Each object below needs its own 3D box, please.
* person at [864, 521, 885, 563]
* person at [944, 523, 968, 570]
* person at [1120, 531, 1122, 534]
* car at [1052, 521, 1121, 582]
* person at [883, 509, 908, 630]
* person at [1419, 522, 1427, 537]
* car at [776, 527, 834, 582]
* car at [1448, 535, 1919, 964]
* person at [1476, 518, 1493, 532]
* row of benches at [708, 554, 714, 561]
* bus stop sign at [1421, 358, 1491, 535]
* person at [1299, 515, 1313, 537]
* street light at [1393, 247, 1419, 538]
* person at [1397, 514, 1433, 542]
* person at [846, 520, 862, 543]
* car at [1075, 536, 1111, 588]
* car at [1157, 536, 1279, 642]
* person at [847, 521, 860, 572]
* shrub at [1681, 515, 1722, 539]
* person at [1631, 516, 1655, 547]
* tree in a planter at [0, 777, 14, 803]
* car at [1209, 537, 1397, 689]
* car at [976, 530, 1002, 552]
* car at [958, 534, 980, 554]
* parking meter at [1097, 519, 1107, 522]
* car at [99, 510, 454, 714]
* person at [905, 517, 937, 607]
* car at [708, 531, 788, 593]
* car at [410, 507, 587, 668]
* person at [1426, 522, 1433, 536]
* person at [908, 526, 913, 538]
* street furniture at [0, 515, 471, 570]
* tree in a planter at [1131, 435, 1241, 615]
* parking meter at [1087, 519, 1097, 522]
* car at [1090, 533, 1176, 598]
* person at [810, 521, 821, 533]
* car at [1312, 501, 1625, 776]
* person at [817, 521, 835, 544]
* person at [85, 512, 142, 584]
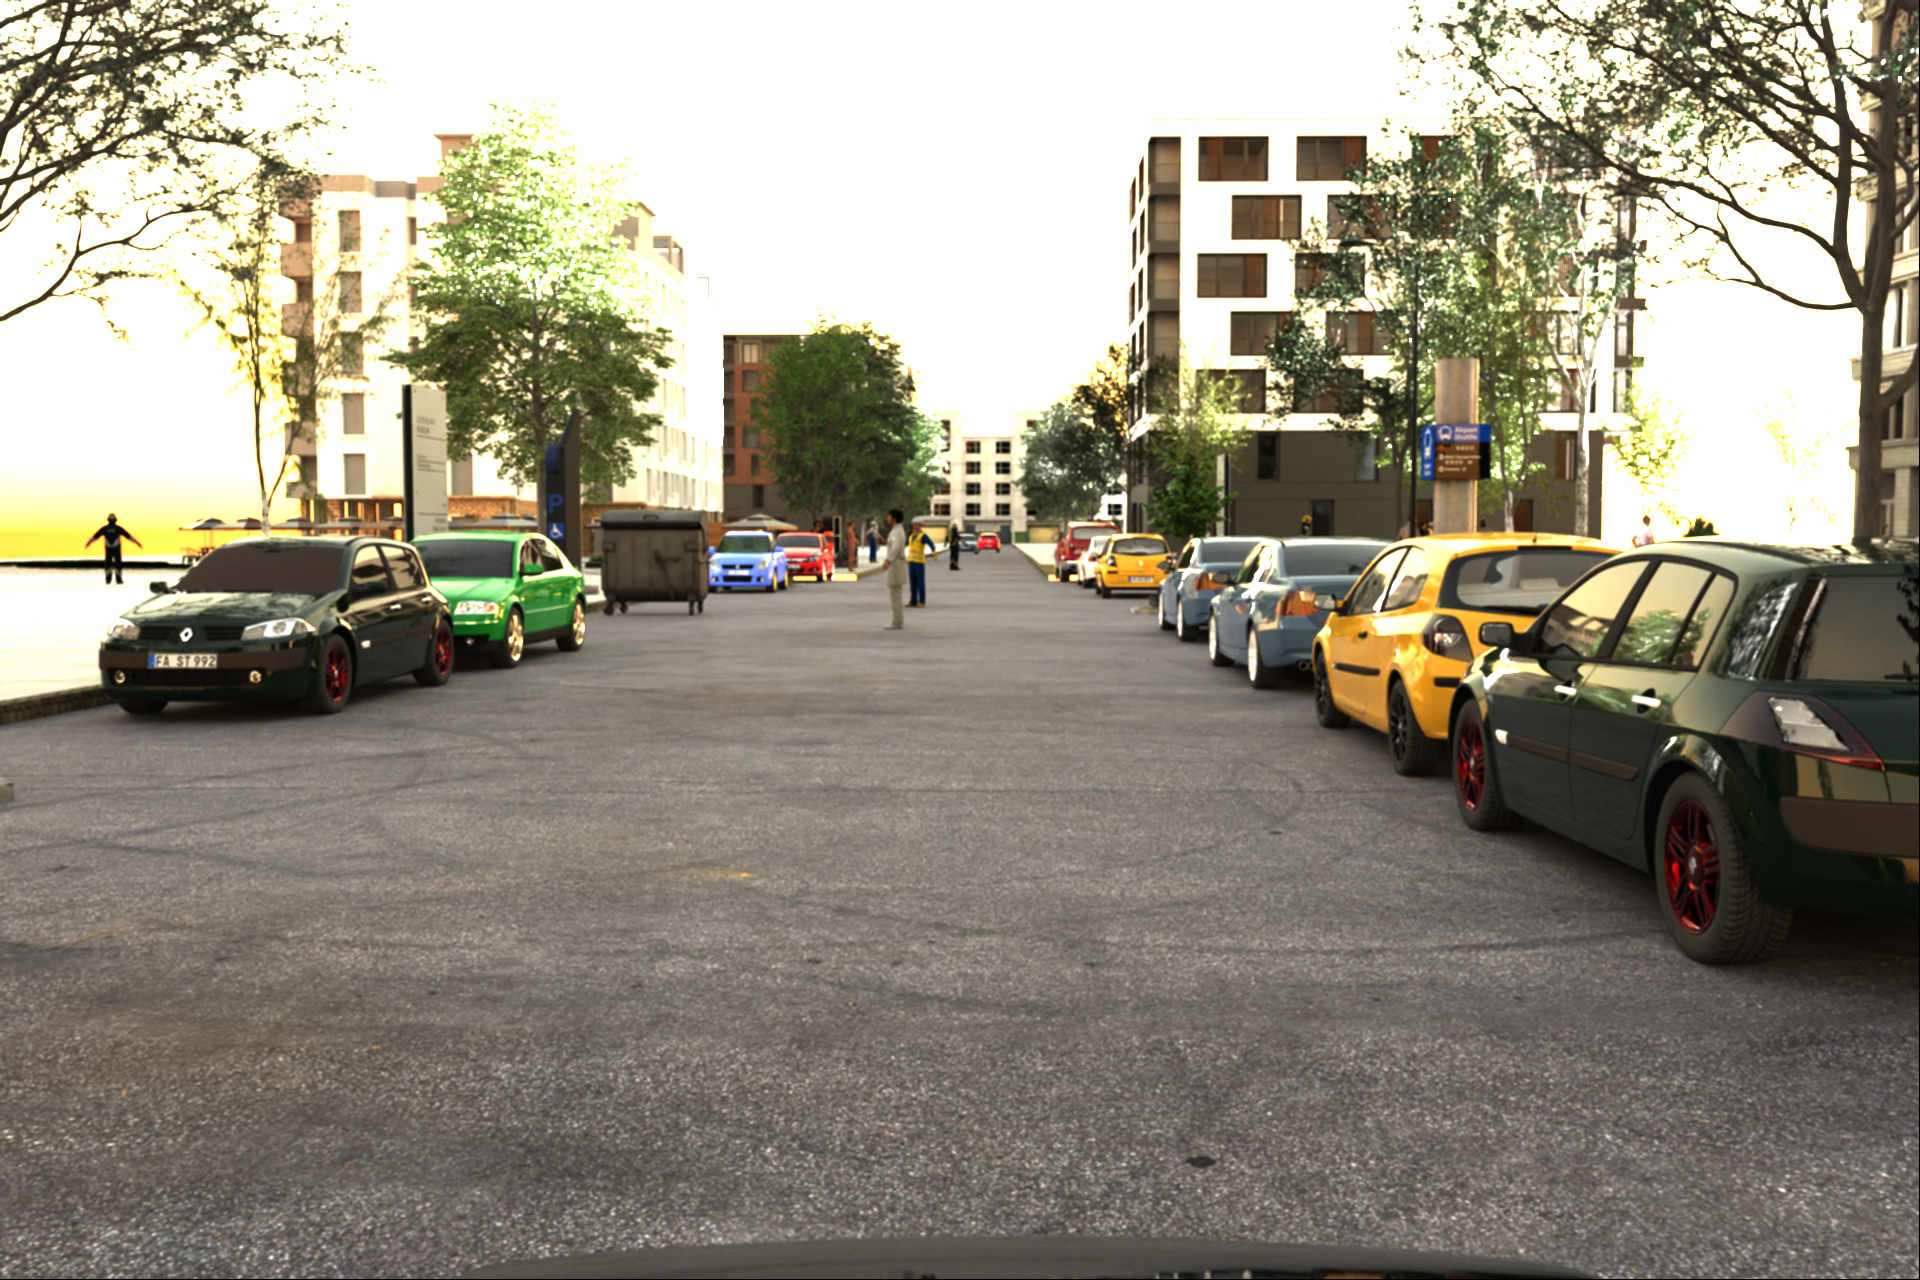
[{"bbox_3d":[-3.820,-4.327,76.598,0.705,1.847,1.347,-3,5,-44],"label":"person"},{"bbox_3d":[-0.206,-3.714,68.967,0.705,1.856,1.354,-3,5,-43],"label":"person"},{"bbox_3d":[7.876,-4.979,87.190,1.354,1.856,0.705,-2,4,-30],"label":"person"},{"bbox_3d":[4.014,-2.738,53.440,2.281,1.827,5.304,0,4,0],"label":"car"},{"bbox_3d":[-0.999,-1.070,26.139,0.705,1.806,1.347,0,4,2],"label":"person"},{"bbox_3d":[20.548,-4.316,76.760,0.705,1.806,1.347,2,4,32],"label":"person"},{"bbox_3d":[-4.877,-2.672,52.730,2.155,1.783,4.494,0,4,2],"label":"car"},{"bbox_3d":[3.301,0.161,7.151,2.009,1.686,4.222,0,4,1],"label":"car"},{"bbox_3d":[16.841,-3.038,55.798,1.348,1.813,0.705,1,4,13],"label":"person"},{"bbox_3d":[-7.663,-2.378,54.344,1.422,0.672,4.104,-3,5,-44],"label":"row of benches"},{"bbox_3d":[7.497,-2.276,26.232,0.837,3.901,0.837,0,4,1],"label":"bus stop sign"},{"bbox_3d":[10.673,-2.905,53.261,0.704,1.858,1.351,0,4,-6],"label":"person"},{"bbox_3d":[7.736,-3.355,27.392,1.470,5.913,1.316,0,4,1],"label":"street light"},{"bbox_3d":[10.808,-2.108,41.041,0.750,1.759,0.617,-1,4,-17],"label":"person"},{"bbox_3d":[-4.359,-3.933,70.236,0.705,1.837,1.347,1,4,21],"label":"person"},{"bbox_3d":[4.203,-2.136,47.291,2.083,1.381,4.827,0,4,1],"label":"car"},{"bbox_3d":[3.818,-0.753,24.311,2.014,1.417,4.499,0,4,1],"label":"car"},{"bbox_3d":[-3.621,-3.193,59.003,0.721,1.733,1.217,-1,4,-17],"label":"person"},{"bbox_3d":[27.249,-3.628,63.743,1.690,2.028,1.600,0,3,0],"label":"shrub"},{"bbox_3d":[15.896,-2.025,40.090,0.436,1.711,0.756,-1,4,-10],"label":"person"},{"bbox_3d":[-6.114,-0.708,8.795,1.991,3.239,1.994,0,4,1],"label":"tree in a planter"},{"bbox_3d":[3.583,-0.324,17.293,2.014,1.417,4.499,0,4,1],"label":"car"},{"bbox_3d":[2.231,-7.786,136.341,2.155,1.783,4.494,0,4,1],"label":"car"},{"bbox_3d":[0.434,-6.829,123.653,2.014,1.417,4.499,0,4,2],"label":"car"},{"bbox_3d":[5.380,-3.651,65.406,0.399,1.863,0.255,0,4,2],"label":"parking meter"},{"bbox_3d":[-5.768,-0.321,15.027,2.009,1.686,4.222,0,4,2],"label":"car"},{"bbox_3d":[-0.896,-1.531,33.961,1.216,1.772,0.721,3,5,42],"label":"person"},{"bbox_3d":[-5.319,-2.067,43.387,1.945,1.707,3.694,0,4,1],"label":"car"},{"bbox_3d":[-5.580,-0.678,19.886,1.959,1.807,4.718,0,4,1],"label":"car"},{"bbox_3d":[22.359,-4.664,82.220,0.705,1.833,1.349,3,4,38],"label":"person"},{"bbox_3d":[-2.723,-5.294,93.278,0.721,1.740,1.216,0,4,2],"label":"person"},{"bbox_3d":[-31.634,-3.723,65.908,27.439,1.986,14.083,3,4,38],"label":"street furniture"},{"bbox_3d":[4.116,-2.082,31.263,1.991,3.239,1.994,0,4,1],"label":"tree in a planter"},{"bbox_3d":[5.050,-3.685,65.966,0.399,1.863,0.255,0,4,2],"label":"parking meter"},{"bbox_3d":[4.032,-1.817,39.937,2.015,1.641,3.980,0,4,2],"label":"car"},{"bbox_3d":[-5.735,-3.901,69.925,1.345,1.843,0.704,-1,4,-15],"label":"person"},{"bbox_3d":[3.481,-0.088,11.661,2.015,1.641,3.980,0,4,2],"label":"car"},{"bbox_3d":[-5.406,-3.801,68.367,1.346,1.802,0.704,-3,5,-45],"label":"person"},{"bbox_3d":[-21.864,-2.376,44.717,1.351,1.845,0.704,-1,4,-15],"label":"person"}]
